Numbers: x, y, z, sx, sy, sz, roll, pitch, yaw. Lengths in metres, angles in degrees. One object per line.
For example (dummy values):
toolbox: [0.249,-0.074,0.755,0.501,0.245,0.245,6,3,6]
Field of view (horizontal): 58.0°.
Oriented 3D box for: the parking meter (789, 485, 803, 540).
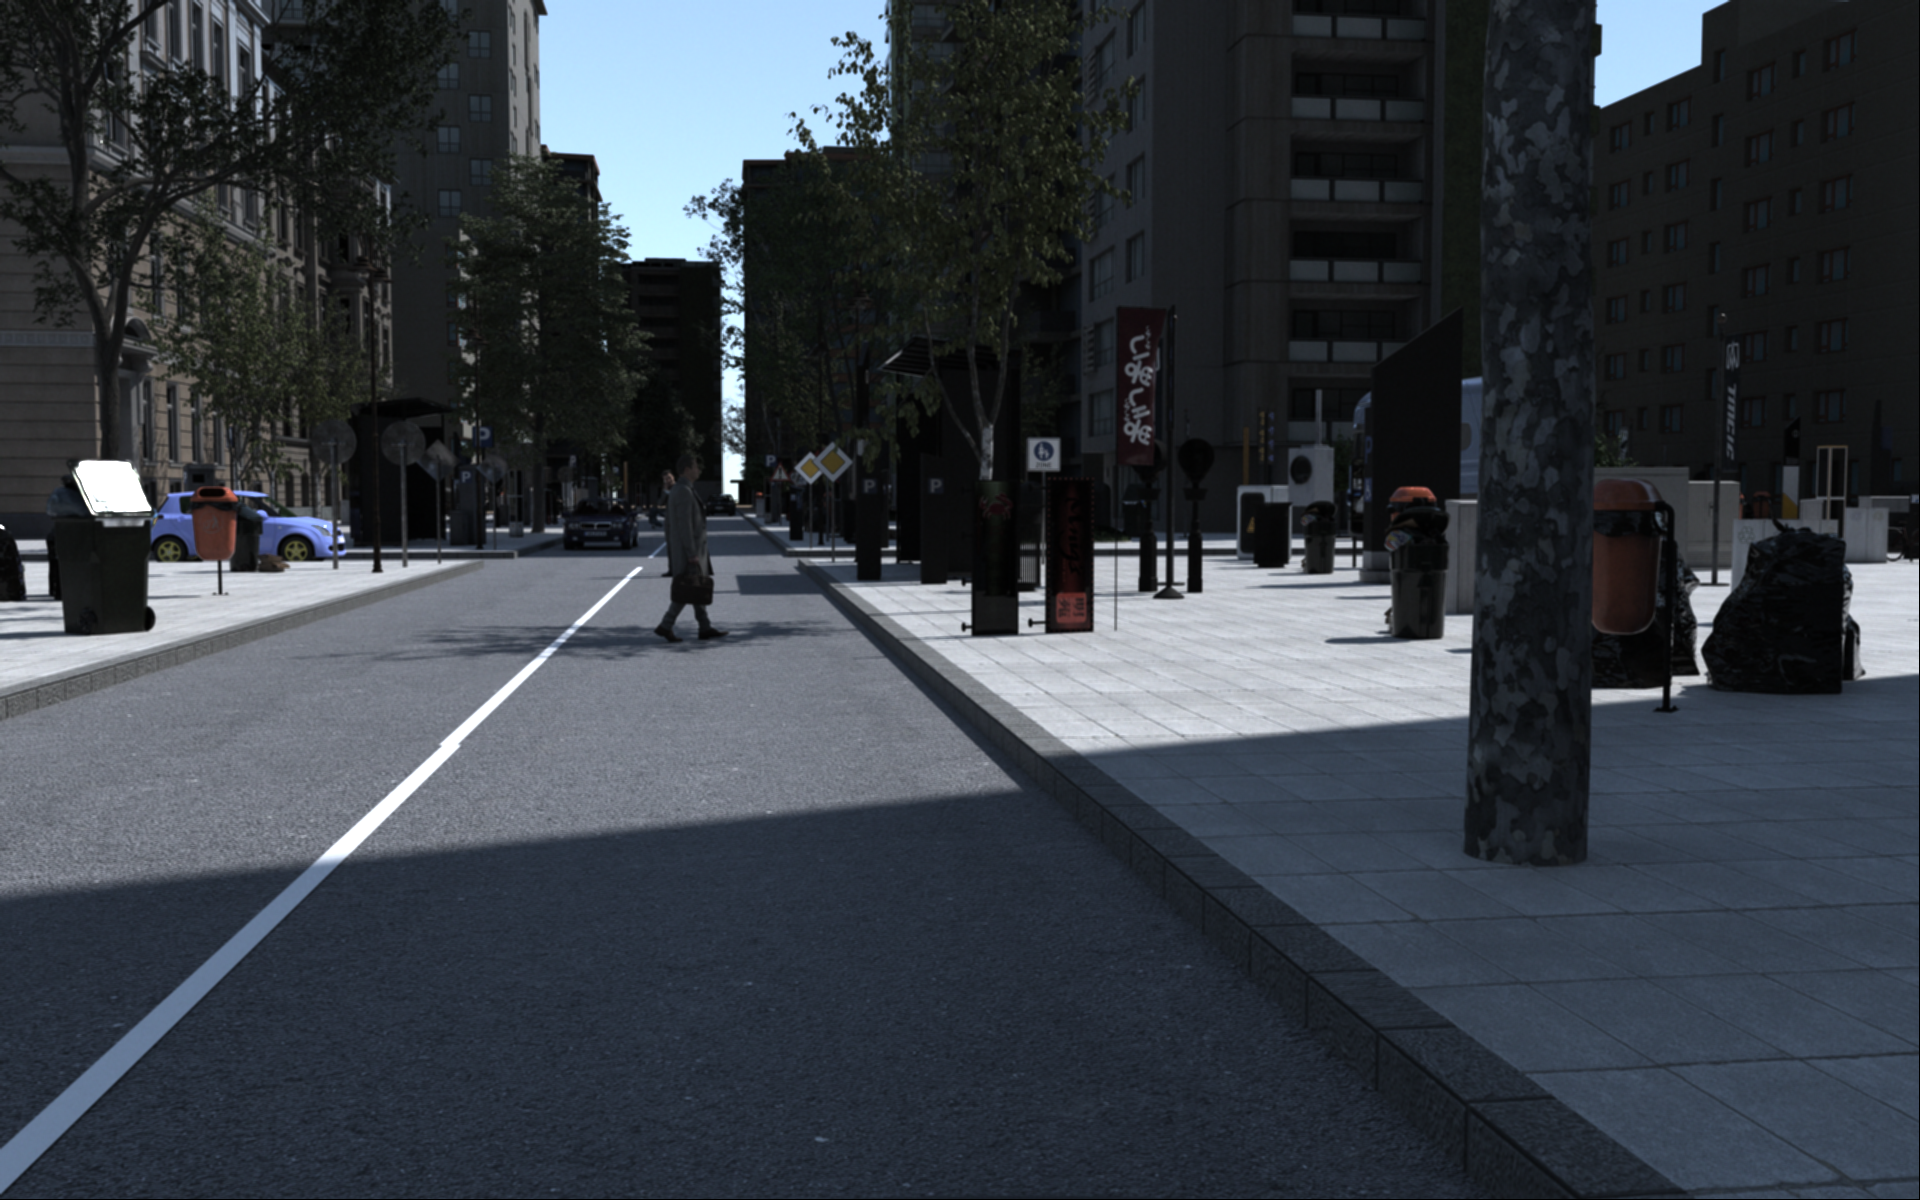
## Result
parking meter: [-4.539,-2.422,48.003,0.372,1.533,0.369,0,3,0]

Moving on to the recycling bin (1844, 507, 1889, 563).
recycling bin: [16.929,-1.218,32.472,0.722,1.027,0.722,1,4,17]

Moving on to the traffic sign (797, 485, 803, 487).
traffic sign: [-10.208,-6.749,110.455,0.768,2.556,0.104,0,4,0]

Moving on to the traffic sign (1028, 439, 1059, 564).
traffic sign: [1.514,-1.795,31.482,0.606,2.300,0.079,0,4,-8]

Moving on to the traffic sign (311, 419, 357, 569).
traffic sign: [-10.689,-1.802,29.576,0.768,2.556,0.104,0,4,-2]

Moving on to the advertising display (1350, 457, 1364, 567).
advertising display: [7.253,-1.516,29.999,0.974,1.923,0.123,2,4,34]

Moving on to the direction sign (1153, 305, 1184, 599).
direction sign: [2.571,-1.788,21.232,0.379,3.537,0.876,0,4,3]

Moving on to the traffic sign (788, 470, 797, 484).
traffic sign: [-8.600,-5.528,90.490,0.768,2.556,0.104,0,4,-7]

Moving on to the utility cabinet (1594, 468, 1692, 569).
utility cabinet: [5.511,-0.366,14.667,1.173,1.500,0.318,0,4,-4]

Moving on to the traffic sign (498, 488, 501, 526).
traffic sign: [-18.275,-4.194,68.684,0.768,2.556,0.104,0,4,-3]

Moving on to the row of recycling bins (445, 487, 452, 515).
row of recycling bins: [-31.342,-6.040,105.863,1.069,1.692,3.534,-1,4,-12]

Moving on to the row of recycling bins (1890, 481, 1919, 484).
row of recycling bins: [29.125,-2.769,52.389,1.069,1.692,3.534,0,4,-1]

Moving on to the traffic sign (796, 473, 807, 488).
traffic sign: [-7.482,-4.862,81.616,0.606,2.300,0.079,0,4,0]

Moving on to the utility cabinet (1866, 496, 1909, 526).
utility cabinet: [23.777,-2.021,44.199,1.020,1.237,0.306,1,4,11]

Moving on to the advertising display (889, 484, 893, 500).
advertising display: [-4.828,-6.676,114.368,0.974,1.923,0.123,3,5,43]

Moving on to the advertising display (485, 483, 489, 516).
advertising display: [-27.620,-5.825,100.451,0.123,1.923,0.974,1,4,14]

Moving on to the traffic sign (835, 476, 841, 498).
traffic sign: [-5.705,-5.059,82.824,0.768,2.556,0.104,0,4,-5]

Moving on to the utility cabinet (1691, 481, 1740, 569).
utility cabinet: [12.561,-1.264,29.345,1.173,1.500,0.318,0,4,-3]

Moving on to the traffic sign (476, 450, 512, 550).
traffic sign: [-10.690,-2.209,39.756,0.795,2.450,0.064,0,4,-8]

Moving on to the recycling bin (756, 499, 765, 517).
recycling bin: [-10.786,-5.082,95.649,0.722,1.027,0.722,-3,5,-42]

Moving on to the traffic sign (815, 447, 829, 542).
traffic sign: [-3.571,-2.849,46.683,0.768,2.556,0.104,0,4,-2]

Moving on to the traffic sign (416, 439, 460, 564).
traffic sign: [-9.587,-1.725,31.847,0.795,2.450,0.064,0,4,-8]

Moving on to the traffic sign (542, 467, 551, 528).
traffic sign: [-15.761,-3.878,65.528,0.606,2.300,0.079,0,4,-4]

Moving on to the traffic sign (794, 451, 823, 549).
traffic sign: [-3.513,-2.269,40.733,0.795,2.450,0.064,0,4,-8]

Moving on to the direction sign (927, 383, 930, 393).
direction sign: [-0.462,-2.535,33.438,0.379,3.537,0.876,-2,4,-23]

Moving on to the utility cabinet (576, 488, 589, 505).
utility cabinet: [-14.768,-3.614,67.761,0.318,1.500,1.173,-1,4,-22]

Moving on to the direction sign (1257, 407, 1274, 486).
direction sign: [8.023,-3.272,45.487,0.379,3.537,0.876,3,4,37]

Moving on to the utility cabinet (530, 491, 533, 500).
utility cabinet: [-27.912,-6.314,111.907,1.173,1.500,0.318,-1,4,-19]

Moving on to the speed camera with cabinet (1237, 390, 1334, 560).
speed camera with cabinet: [6.235,-2.384,33.313,0.660,3.252,2.038,-2,4,-35]

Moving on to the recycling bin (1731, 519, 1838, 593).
recycling bin: [8.201,-0.287,17.241,0.722,1.027,0.722,-2,4,-33]

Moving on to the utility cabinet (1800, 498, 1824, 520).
utility cabinet: [12.317,-0.853,25.105,0.306,1.237,1.020,2,4,25]

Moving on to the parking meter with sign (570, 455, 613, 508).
parking meter with sign: [-16.593,-4.980,77.682,0.543,3.016,1.738,3,5,44]

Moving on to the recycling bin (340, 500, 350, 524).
recycling bin: [-26.253,-3.800,74.684,0.722,1.027,0.722,0,4,-6]

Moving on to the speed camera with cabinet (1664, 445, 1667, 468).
speed camera with cabinet: [28.209,-4.676,70.784,0.660,3.252,2.038,-1,4,-12]

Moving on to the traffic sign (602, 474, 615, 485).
traffic sign: [-21.003,-6.326,103.542,0.768,2.556,0.104,0,4,0]

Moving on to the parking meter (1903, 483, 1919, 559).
parking meter: [18.945,-1.586,34.347,0.372,1.533,0.369,0,3,0]

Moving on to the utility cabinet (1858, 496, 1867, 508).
utility cabinet: [24.675,-2.180,46.804,0.306,1.237,1.020,0,3,0]

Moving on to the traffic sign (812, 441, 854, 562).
traffic sign: [-2.409,-1.785,32.824,0.795,2.450,0.064,0,4,-8]

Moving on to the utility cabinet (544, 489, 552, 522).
utility cabinet: [-18.650,-4.229,77.820,0.318,1.500,1.173,0,4,5]

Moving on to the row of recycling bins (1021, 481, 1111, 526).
row of recycling bins: [3.340,-2.975,55.752,3.534,1.692,1.069,-2,4,-35]

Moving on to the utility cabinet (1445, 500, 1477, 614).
utility cabinet: [5.773,-0.464,18.749,1.020,1.237,0.306,-1,4,-16]

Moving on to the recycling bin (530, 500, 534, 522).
recycling bin: [-19.511,-4.140,80.236,0.722,1.027,0.722,1,4,22]

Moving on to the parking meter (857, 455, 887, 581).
parking meter: [-1.332,-1.226,25.762,0.399,1.863,0.255,0,4,-3]

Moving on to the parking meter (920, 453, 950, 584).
parking meter: [-0.355,-1.165,24.762,0.399,1.863,0.255,-1,4,-11]

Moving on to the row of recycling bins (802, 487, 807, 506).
row of recycling bins: [-9.519,-5.919,103.887,1.069,1.692,3.534,0,4,6]

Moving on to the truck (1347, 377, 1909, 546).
truck: [17.703,-3.106,40.535,18.799,4.110,2.967,-1,4,-9]

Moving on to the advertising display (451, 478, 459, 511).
advertising display: [-20.920,-4.082,71.946,0.123,1.923,0.974,0,4,2]

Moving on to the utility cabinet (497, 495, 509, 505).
utility cabinet: [-24.970,-5.116,94.812,1.020,1.237,0.306,1,4,13]

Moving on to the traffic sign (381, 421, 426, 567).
traffic sign: [-9.742,-1.848,30.328,0.768,2.556,0.104,0,4,-5]

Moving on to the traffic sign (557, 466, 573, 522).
traffic sign: [-17.918,-4.808,78.717,0.768,2.556,0.104,0,4,-2]

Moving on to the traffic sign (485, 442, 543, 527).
traffic sign: [-17.526,-4.542,68.131,2.265,3.308,0.079,0,4,-2]

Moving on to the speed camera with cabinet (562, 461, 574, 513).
speed camera with cabinet: [-23.350,-6.652,103.091,0.660,3.252,2.038,-1,4,-10]

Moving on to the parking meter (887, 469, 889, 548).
parking meter: [-1.905,-2.163,41.078,0.399,1.863,0.255,-1,4,-17]

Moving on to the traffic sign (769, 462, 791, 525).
traffic sign: [-7.338,-4.326,70.738,0.884,2.594,0.081,0,4,-5]
